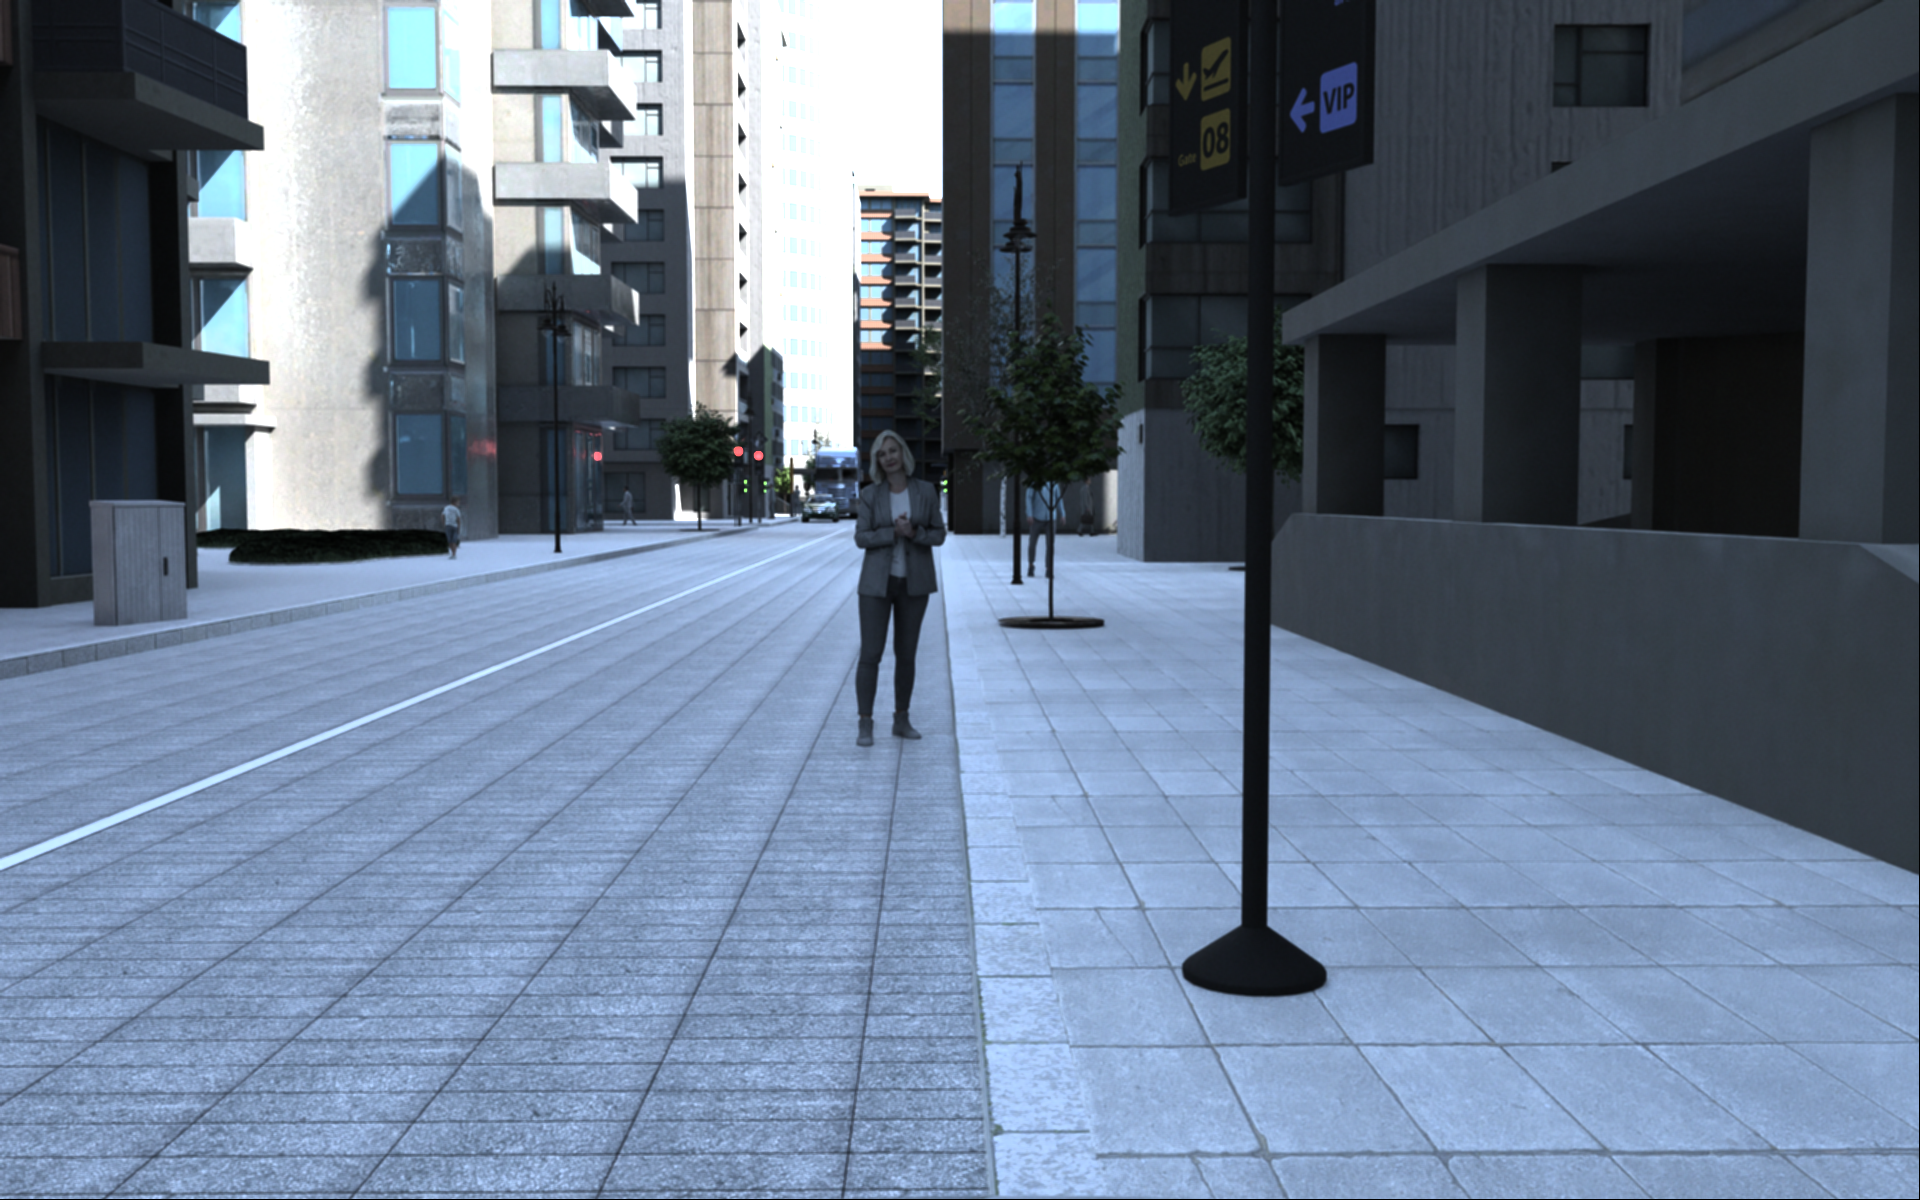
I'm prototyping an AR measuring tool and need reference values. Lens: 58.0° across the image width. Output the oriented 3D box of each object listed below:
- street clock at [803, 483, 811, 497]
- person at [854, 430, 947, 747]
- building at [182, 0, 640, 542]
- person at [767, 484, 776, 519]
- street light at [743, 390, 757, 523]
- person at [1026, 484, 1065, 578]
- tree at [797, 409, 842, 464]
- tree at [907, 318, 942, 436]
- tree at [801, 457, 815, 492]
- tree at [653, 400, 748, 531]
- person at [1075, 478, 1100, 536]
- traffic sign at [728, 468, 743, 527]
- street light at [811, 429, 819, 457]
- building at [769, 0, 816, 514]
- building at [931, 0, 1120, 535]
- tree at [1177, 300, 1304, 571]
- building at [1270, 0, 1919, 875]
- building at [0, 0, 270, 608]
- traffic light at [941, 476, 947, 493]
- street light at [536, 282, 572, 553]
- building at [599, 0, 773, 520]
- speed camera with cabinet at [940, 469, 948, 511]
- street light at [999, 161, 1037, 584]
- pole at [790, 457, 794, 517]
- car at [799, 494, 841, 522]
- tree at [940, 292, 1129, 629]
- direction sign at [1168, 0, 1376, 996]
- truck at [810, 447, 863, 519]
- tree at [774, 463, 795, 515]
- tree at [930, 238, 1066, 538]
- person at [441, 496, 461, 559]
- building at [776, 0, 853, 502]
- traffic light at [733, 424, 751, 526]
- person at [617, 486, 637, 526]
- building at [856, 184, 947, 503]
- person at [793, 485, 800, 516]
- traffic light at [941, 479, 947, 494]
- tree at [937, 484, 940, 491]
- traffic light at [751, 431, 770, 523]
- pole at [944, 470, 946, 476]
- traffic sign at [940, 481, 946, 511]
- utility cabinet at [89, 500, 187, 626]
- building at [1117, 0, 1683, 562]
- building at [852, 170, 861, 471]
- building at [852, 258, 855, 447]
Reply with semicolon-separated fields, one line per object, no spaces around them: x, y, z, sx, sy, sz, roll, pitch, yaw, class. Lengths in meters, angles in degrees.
-9.571;-6.353;108.449;0.358;2.002;0.471;-3;5;-42;street clock
-0.344;-0.083;10.037;0.537;1.800;0.526;0;4;-2;person
-26.202;-26.542;53.568;30.456;49.044;23.786;0;4;-1;building
-9.747;-5.115;89.772;0.391;1.810;0.635;-1;4;-19;person
-9.348;-6.387;77.210;0.468;5.910;1.993;0;4;-1;street light
1.293;-1.264;26.580;0.638;1.841;0.748;0;4;-8;person
-11.657;-12.017;146.838;4.360;8.622;3.978;0;3;0;tree
0.956;-10.362;95.171;9.928;11.665;9.643;0;3;0;tree
-11.095;-9.395;137.329;4.285;4.588;4.351;0;3;0;tree
-9.085;-4.716;60.821;4.285;4.588;4.351;0;3;0;tree
3.880;-2.842;52.606;0.767;1.812;0.694;0;3;0;person
-8.863;-4.047;68.299;0.606;2.300;0.079;0;4;2;traffic sign
-10.068;-9.028;120.391;0.468;5.910;1.993;0;4;-1;street light
-25.133;-26.191;120.110;32.217;40.220;23.993;0;4;-1;building
6.275;-25.080;60.166;14.600;45.320;14.200;0;4;-1;building
5.357;-2.783;29.222;4.285;4.588;4.351;0;3;0;tree
19.258;-19.470;10.224;32.217;40.220;23.993;0;4;-1;building
-19.934;-21.975;13.910;22.147;44.769;28.867;0;4;-1;building
-0.319;-4.906;69.127;0.839;4.253;0.868;0;4;-1;traffic light
-8.830;-3.979;37.849;0.468;5.910;1.993;0;4;-1;street light
-17.484;-24.869;90.195;14.154;41.232;14.086;0;4;-1;building
-1.233;-8.621;135.296;0.660;3.252;2.038;0;4;-3;speed camera with cabinet
0.813;-3.163;24.506;0.468;5.910;1.993;0;4;-1;street light
-9.317;-6.241;95.884;0.158;3.312;0.155;0;3;0;pole
-7.154;-4.718;88.934;2.131;1.459;4.920;0;4;-2;car
0.764;-1.359;16.814;1.663;3.219;1.824;0;3;0;tree
0.781;-0.765;4.499;0.379;3.537;0.876;-2;4;-25;direction sign
-7.131;-7.086;105.607;2.967;4.110;18.799;0;4;-1;truck
-10.750;-6.850;106.591;1.663;3.219;1.824;0;3;0;tree
1.208;-6.119;50.401;4.360;8.622;3.978;0;3;0;tree
-10.032;-1.434;34.175;0.332;1.250;0.352;2;4;31;person
-21.490;-38.113;165.146;21.231;58.520;28.212;0;4;-1;building
-8.779;-4.897;68.988;0.839;4.253;0.868;0;4;-1;traffic light
-14.210;-3.996;74.111;0.850;1.792;0.678;0;4;5;person
-13.357;-36.234;247.049;28.867;44.769;22.147;0;4;-1;building
-9.567;-5.797;101.012;0.511;1.800;0.466;1;4;19;person
-0.436;-5.394;77.112;0.839;4.253;0.868;0;4;-1;traffic light
-1.220;-10.521;166.618;1.663;3.219;1.824;0;3;0;tree
-8.896;-5.385;76.972;0.839;4.253;0.868;0;4;-1;traffic light
-1.299;-9.502;149.201;0.158;3.312;0.155;0;3;0;pole
-1.072;-7.882;128.974;0.768;2.556;0.104;0;4;0;traffic sign
-8.190;-0.376;17.314;0.306;1.237;1.020;1;4;14;utility cabinet
10.371;-16.322;38.565;14.160;30.474;14.107;0;4;-1;building
-19.658;-32.770;219.384;14.086;41.232;14.154;0;4;-1;building
-19.613;-26.314;201.929;14.160;30.474;14.107;0;4;-1;building
